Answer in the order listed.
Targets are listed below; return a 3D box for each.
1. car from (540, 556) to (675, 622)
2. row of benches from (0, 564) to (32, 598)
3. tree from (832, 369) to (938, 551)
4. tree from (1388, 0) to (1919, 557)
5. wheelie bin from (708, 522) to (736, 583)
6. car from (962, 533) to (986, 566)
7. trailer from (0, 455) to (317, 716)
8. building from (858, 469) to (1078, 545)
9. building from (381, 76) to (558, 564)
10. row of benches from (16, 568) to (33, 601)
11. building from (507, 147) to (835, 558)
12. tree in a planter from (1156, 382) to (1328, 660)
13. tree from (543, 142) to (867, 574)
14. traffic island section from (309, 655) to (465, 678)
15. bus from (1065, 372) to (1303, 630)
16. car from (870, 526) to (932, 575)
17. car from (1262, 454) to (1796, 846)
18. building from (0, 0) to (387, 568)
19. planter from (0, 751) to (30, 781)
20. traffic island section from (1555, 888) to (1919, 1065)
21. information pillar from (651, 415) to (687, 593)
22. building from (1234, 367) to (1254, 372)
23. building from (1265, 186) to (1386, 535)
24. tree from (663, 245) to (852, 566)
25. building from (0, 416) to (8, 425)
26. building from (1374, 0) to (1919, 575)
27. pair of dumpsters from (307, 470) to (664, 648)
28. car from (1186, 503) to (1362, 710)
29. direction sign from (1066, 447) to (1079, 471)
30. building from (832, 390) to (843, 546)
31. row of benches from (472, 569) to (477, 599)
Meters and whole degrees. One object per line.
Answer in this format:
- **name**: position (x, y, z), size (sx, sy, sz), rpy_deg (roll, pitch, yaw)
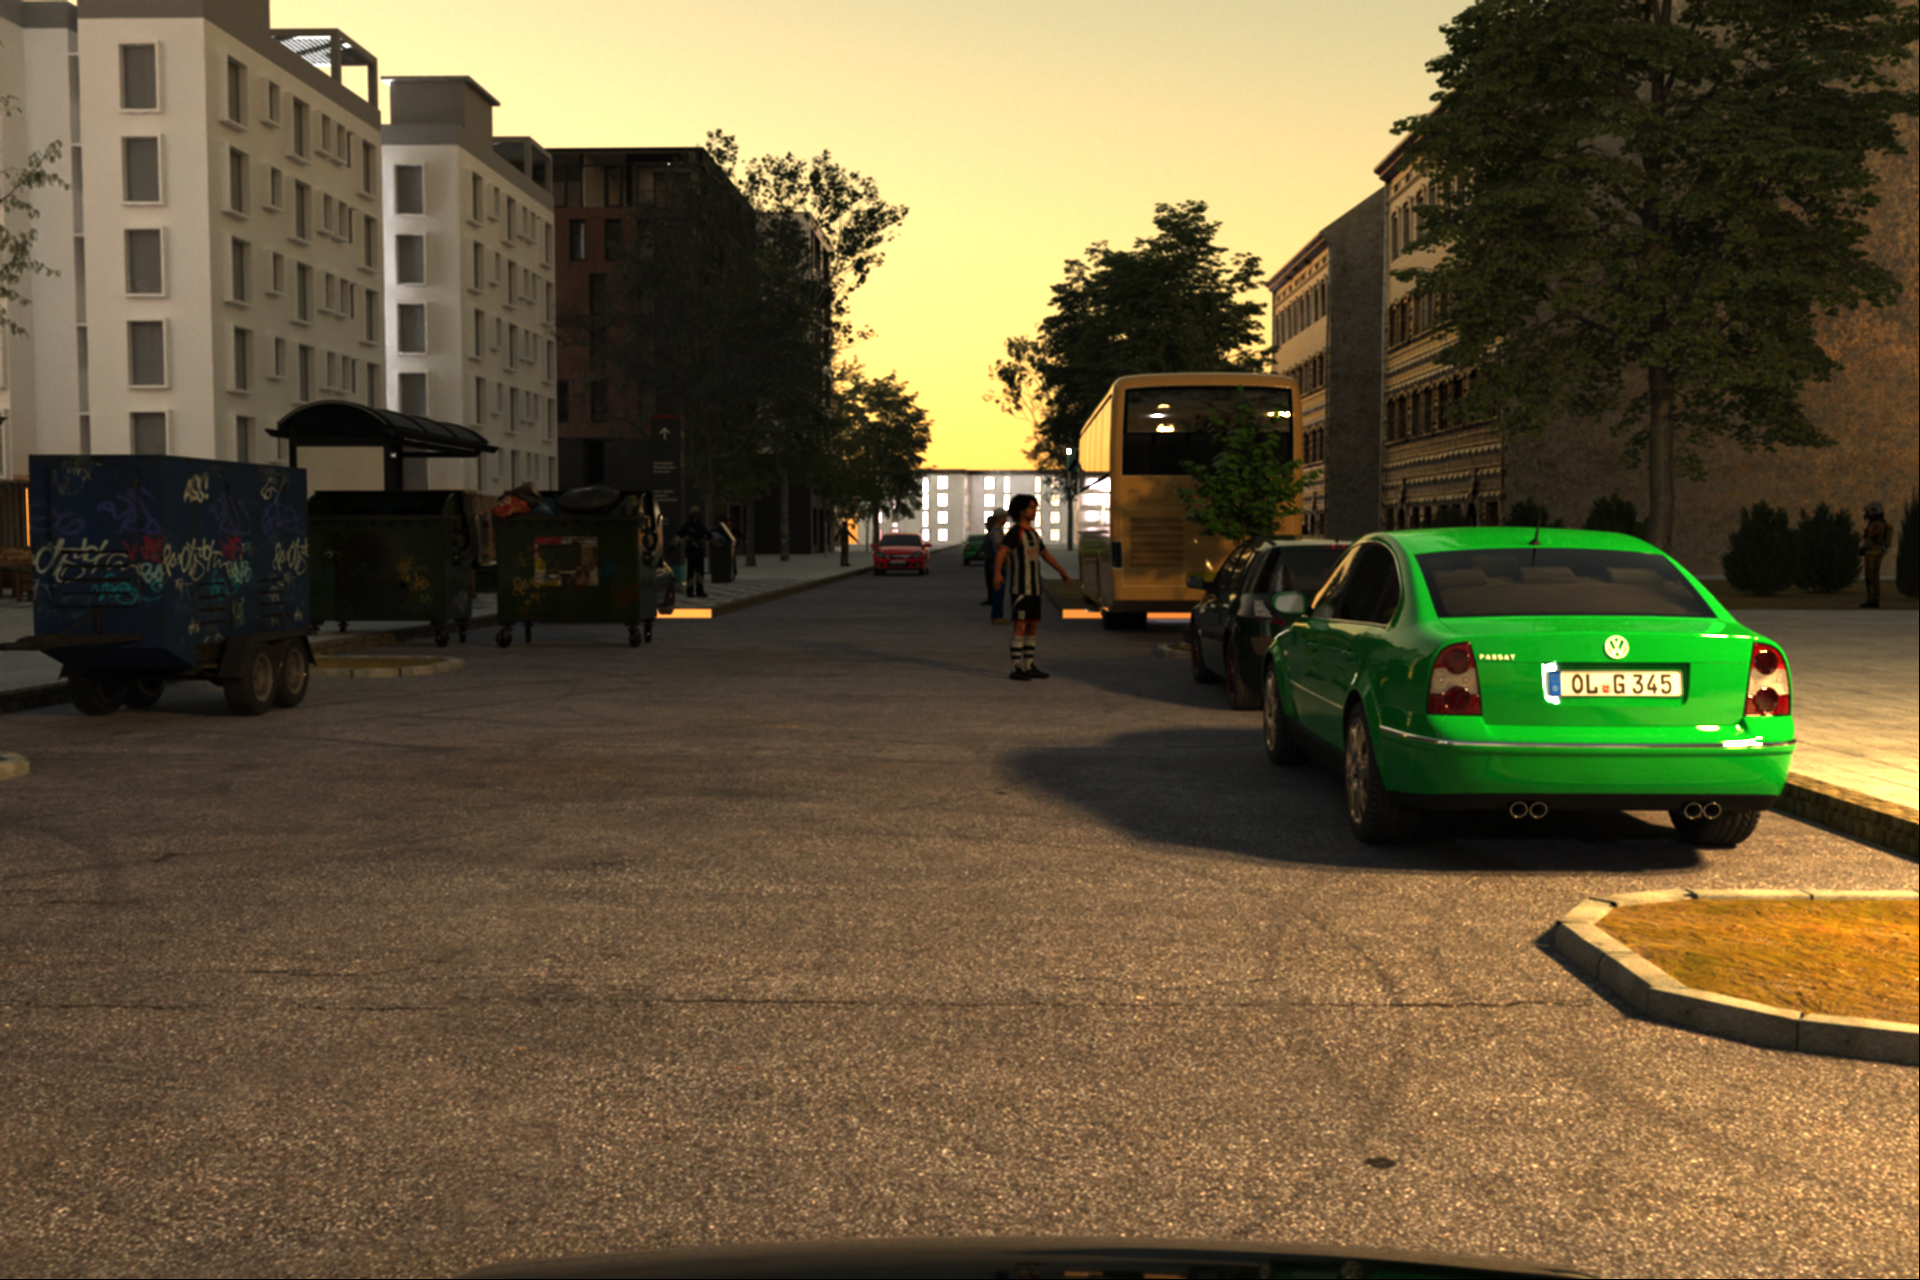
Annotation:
- **car**: position (-6.024, -1.208, 29.536), size (2.009, 1.686, 4.222), rpy_deg (0, 4, 2)
- **row of benches**: position (-19.457, -1.246, 35.831), size (1.422, 0.672, 4.104), rpy_deg (0, 4, 6)
- **tree**: position (-6.560, -13.831, 132.796), size (9.857, 13.997, 8.962), rpy_deg (0, 3, 0)
- **tree**: position (9.438, -6.460, 23.751), size (7.486, 12.596, 7.792), rpy_deg (0, 3, 0)
- **wheelie bin**: position (-6.275, -2.303, 45.560), size (0.693, 1.594, 0.980), rpy_deg (0, 4, 2)
- **car**: position (1.065, -4.354, 79.984), size (1.959, 1.807, 4.718), rpy_deg (0, 4, 1)
- **trailer**: position (-6.213, -0.379, 13.246), size (1.471, 1.999, 3.904), rpy_deg (0, 4, 1)
- **building**: position (1.281, -17.116, 224.446), size (28.070, 9.664, 9.099), rpy_deg (1, 4, 11)
- **building**: position (-25.174, -13.253, 73.114), size (16.016, 20.090, 11.380), rpy_deg (0, 4, 0)
- **row of benches**: position (-15.983, -1.108, 33.584), size (4.104, 0.672, 1.422), rpy_deg (-1, 4, -9)
- **building**: position (-23.506, -16.177, 108.463), size (27.936, 21.610, 32.646), rpy_deg (0, 4, 2)
- **tree in a planter**: position (3.353, -1.419, 20.426), size (1.991, 3.239, 1.994), rpy_deg (0, 4, 1)
- **tree**: position (-8.096, -8.874, 55.454), size (12.009, 13.543, 11.850), rpy_deg (0, 3, 0)
- **traffic island section**: position (-6.336, 0.285, 18.205), size (1.991, 0.108, 1.994), rpy_deg (0, 4, 2)
- **bus**: position (3.404, -2.277, 28.775), size (2.896, 3.916, 12.252), rpy_deg (0, 4, 2)
- **car**: position (-2.055, -3.194, 61.266), size (2.155, 1.783, 4.494), rpy_deg (0, 4, 2)
- **car**: position (2.759, -0.034, 9.351), size (1.959, 1.807, 4.718), rpy_deg (0, 4, 2)
- **building**: position (-27.976, -12.189, 55.714), size (16.016, 20.090, 11.380), rpy_deg (0, 4, 1)
- **planter**: position (-6.567, 0.688, 9.894), size (1.991, 0.319, 1.994), rpy_deg (0, 4, 1)
- **traffic island section**: position (3.044, 1.057, 5.593), size (1.991, 0.108, 1.994), rpy_deg (0, 4, 1)
- **information pillar**: position (-6.379, -2.969, 37.915), size (0.750, 3.857, 0.750), rpy_deg (0, 4, 1)
- **building**: position (26.848, -21.306, 204.776), size (16.016, 20.090, 11.380), rpy_deg (0, 4, 1)
- **building**: position (27.926, -16.190, 95.627), size (19.493, 23.208, 18.063), rpy_deg (0, 4, 1)
- **tree**: position (-8.068, -9.178, 68.184), size (7.486, 12.596, 7.792), rpy_deg (0, 3, 0)
- **building**: position (-27.768, -12.486, 20.794), size (14.369, 24.946, 33.146), rpy_deg (0, 4, 2)
- **building**: position (26.599, -14.175, 62.683), size (19.493, 23.208, 18.063), rpy_deg (0, 4, 2)
- **pair of dumpsters**: position (-6.133, -1.060, 22.289), size (4.436, 2.255, 1.574), rpy_deg (0, 4, 2)
- **car**: position (3.080, -0.346, 15.439), size (2.009, 1.686, 4.222), rpy_deg (0, 4, 1)
- **direction sign**: position (4.159, -3.558, 46.937), size (2.525, 3.948, 1.411), rpy_deg (0, 4, 1)
- **building**: position (-22.708, -21.679, 185.373), size (19.493, 23.208, 18.063), rpy_deg (0, 4, 2)
- **row of benches**: position (-11.701, -1.148, 34.240), size (4.104, 0.672, 1.422), rpy_deg (-1, 4, -14)
